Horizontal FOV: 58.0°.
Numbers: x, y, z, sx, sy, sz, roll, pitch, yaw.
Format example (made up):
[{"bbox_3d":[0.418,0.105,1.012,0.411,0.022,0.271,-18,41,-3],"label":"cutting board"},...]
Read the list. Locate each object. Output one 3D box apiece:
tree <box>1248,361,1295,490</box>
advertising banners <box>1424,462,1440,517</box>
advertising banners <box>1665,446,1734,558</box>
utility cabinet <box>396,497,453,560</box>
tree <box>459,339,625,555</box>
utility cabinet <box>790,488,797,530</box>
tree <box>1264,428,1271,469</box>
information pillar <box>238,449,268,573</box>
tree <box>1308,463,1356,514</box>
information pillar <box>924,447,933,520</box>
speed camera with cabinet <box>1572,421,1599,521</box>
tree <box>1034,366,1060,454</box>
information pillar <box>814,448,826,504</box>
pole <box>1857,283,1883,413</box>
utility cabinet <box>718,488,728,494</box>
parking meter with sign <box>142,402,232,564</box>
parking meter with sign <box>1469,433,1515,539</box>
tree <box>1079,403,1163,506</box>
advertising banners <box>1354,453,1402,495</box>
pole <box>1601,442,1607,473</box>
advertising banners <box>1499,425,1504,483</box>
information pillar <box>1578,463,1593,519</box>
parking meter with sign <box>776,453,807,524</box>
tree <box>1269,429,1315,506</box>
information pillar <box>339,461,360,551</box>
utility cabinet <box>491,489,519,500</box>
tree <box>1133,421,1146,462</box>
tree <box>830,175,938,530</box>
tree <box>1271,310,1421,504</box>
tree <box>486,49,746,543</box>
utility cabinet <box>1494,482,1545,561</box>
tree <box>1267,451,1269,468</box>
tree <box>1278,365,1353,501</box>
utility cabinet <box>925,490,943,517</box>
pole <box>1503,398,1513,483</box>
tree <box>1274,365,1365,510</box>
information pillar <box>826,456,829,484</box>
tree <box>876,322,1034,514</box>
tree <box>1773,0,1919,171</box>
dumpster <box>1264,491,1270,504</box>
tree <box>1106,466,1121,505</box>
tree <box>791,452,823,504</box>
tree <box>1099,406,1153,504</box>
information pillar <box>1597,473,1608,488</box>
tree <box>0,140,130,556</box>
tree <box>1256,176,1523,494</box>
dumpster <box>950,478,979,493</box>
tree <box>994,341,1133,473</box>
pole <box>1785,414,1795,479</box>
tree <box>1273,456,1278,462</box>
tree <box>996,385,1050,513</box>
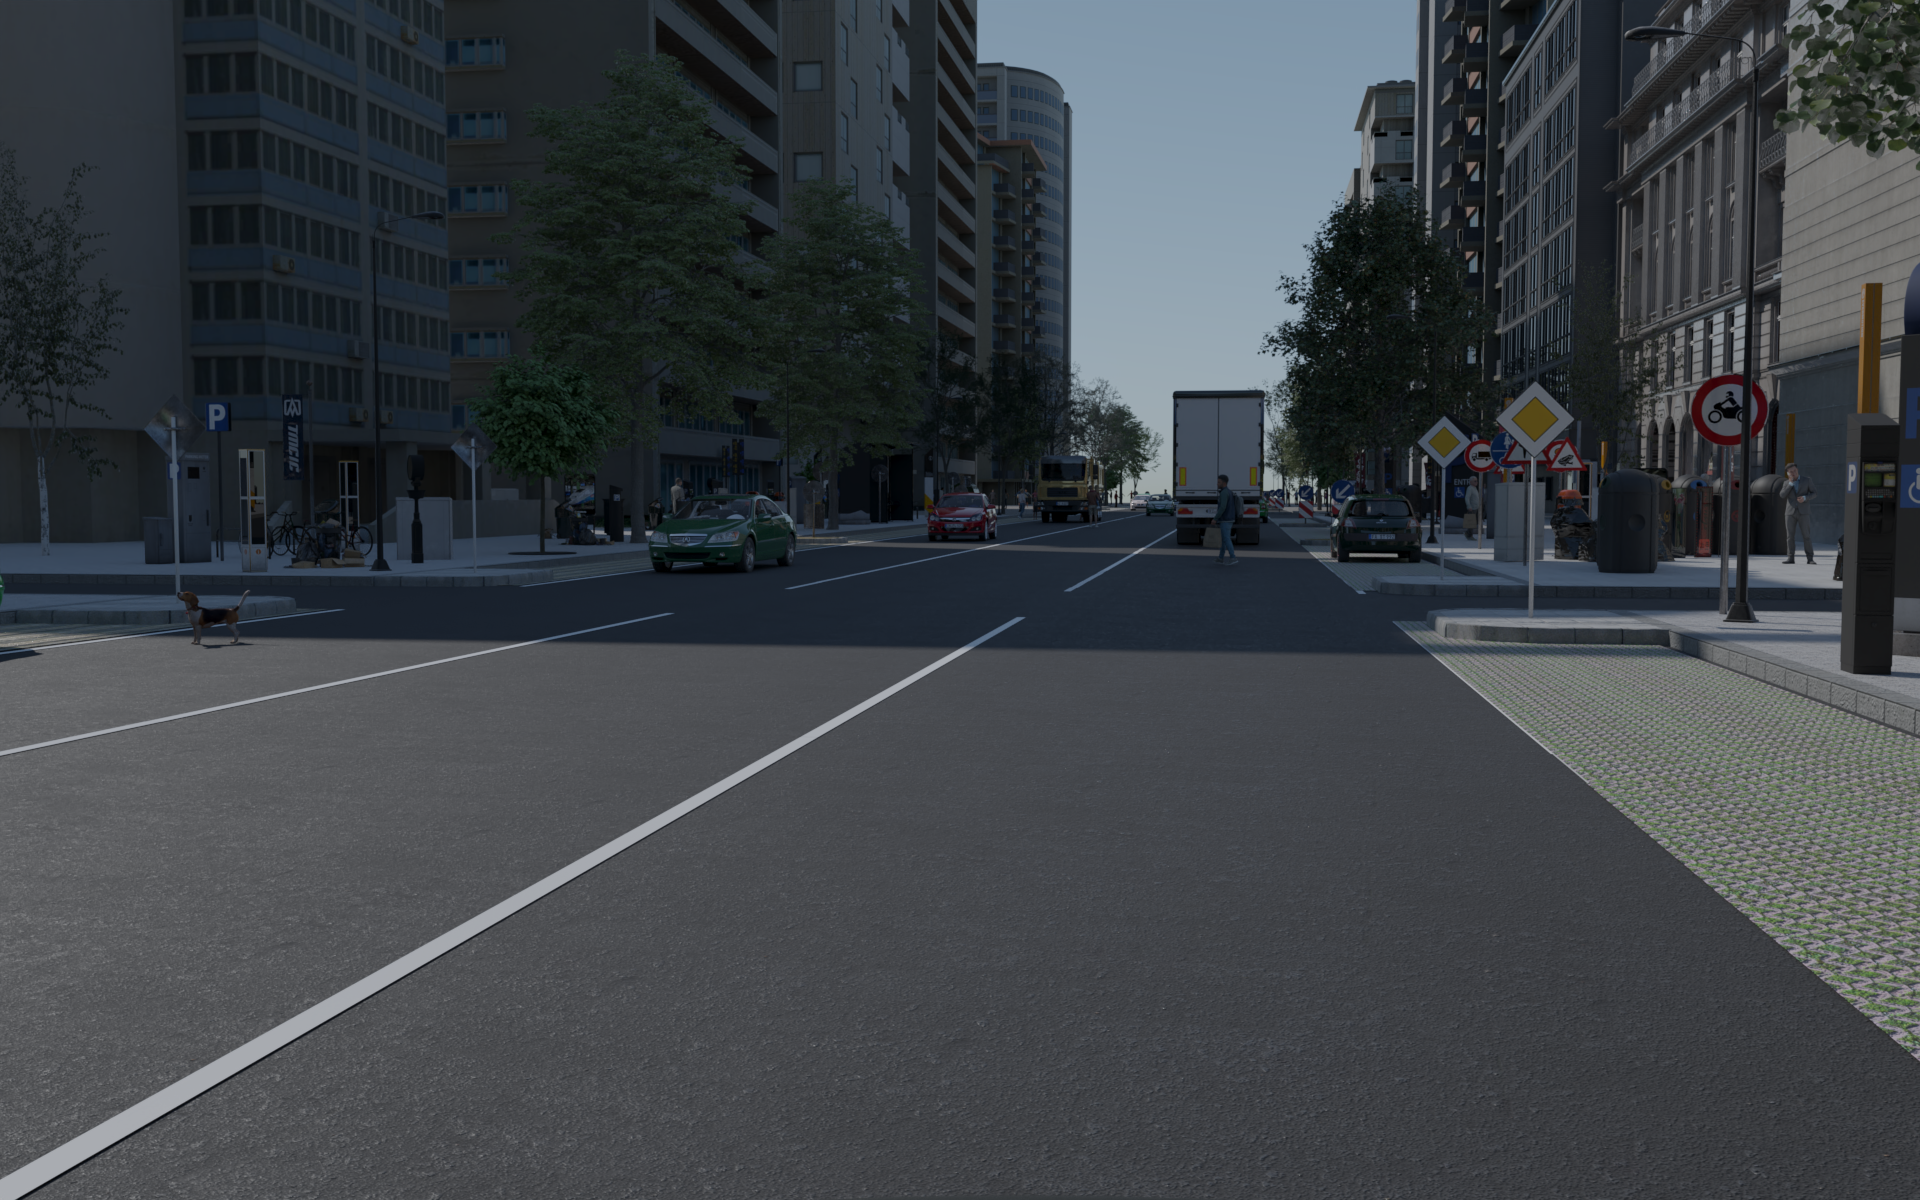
[{"bbox_3d":[45.997,-23.929,247.133,12.611,20.169,13.585,0,3,0],"label":"tree"},{"bbox_3d":[26.495,-6.049,95.083,2.074,3.025,0.090,1,4,20],"label":"advertising banners"},{"bbox_3d":[15.006,-2.371,34.950,2.074,3.025,0.090,-2,4,-28],"label":"advertising banners"},{"bbox_3d":[-10.461,-1.387,33.844,1.020,1.237,0.306,0,4,-6],"label":"utility cabinet"},{"bbox_3d":[-8.883,-3.250,36.858,4.285,4.588,4.351,0,3,0],"label":"tree"},{"bbox_3d":[-5.952,-3.223,61.381,0.318,1.500,1.173,0,4,-6],"label":"utility cabinet"},{"bbox_3d":[40.229,-17.075,213.588,8.767,10.594,7.601,3,5,39],"label":"tree"},{"bbox_3d":[-11.596,-1.463,28.416,0.304,2.012,0.304,3,5,42],"label":"information pillar"},{"bbox_3d":[24.408,-7.995,114.428,4.285,4.588,4.351,0,3,0],"label":"tree"},{"bbox_3d":[-1.547,-5.810,86.341,0.504,3.616,0.183,-2,4,-34],"label":"information pillar"},{"bbox_3d":[16.734,-3.167,46.111,0.660,3.252,2.038,1,4,13],"label":"speed camera with cabinet"},{"bbox_3d":[2.601,-10.754,110.234,8.767,10.594,7.601,1,4,23],"label":"tree"},{"bbox_3d":[-7.165,-5.879,87.475,0.504,3.616,0.183,-3,5,-42],"label":"information pillar"},{"bbox_3d":[8.826,-1.408,16.859,0.158,3.312,0.155,0,3,0],"label":"pole"},{"bbox_3d":[-8.497,-3.276,62.239,0.318,1.500,1.173,-1,4,-10],"label":"utility cabinet"},{"bbox_3d":[-14.422,-2.205,32.307,0.543,3.016,1.738,1,4,21],"label":"parking meter with sign"},{"bbox_3d":[15.418,-3.247,49.352,1.738,3.016,0.543,3,4,36],"label":"parking meter with sign"},{"bbox_3d":[16.003,-16.258,191.573,9.928,11.665,9.643,0,3,0],"label":"tree"},{"bbox_3d":[17.620,-4.705,73.114,2.074,3.025,0.090,2,4,28],"label":"advertising banners"},{"bbox_3d":[25.073,-4.502,67.459,0.158,3.312,0.155,0,3,0],"label":"pole"},{"bbox_3d":[12.985,-2.723,40.715,0.090,3.025,2.074,0,3,0],"label":"advertising banners"},{"bbox_3d":[14.697,-2.218,40.760,0.304,2.012,0.304,2,4,25],"label":"information pillar"},{"bbox_3d":[-6.918,-4.748,73.892,1.738,3.016,0.543,-2,4,-28],"label":"parking meter with sign"},{"bbox_3d":[33.189,-13.302,167.856,4.360,8.622,3.978,0,3,0],"label":"tree"},{"bbox_3d":[-13.548,-2.076,38.438,0.304,2.012,0.304,3,5,42],"label":"information pillar"},{"bbox_3d":[-18.397,-3.741,69.841,1.173,1.500,0.318,-3,5,-39],"label":"utility cabinet"},{"bbox_3d":[14.111,-16.442,179.189,12.009,13.543,11.850,0,3,0],"label":"tree"},{"bbox_3d":[-4.363,-8.821,62.343,7.486,12.596,7.792,0,3,0],"label":"tree"},{"bbox_3d":[18.968,-8.990,81.397,7.601,10.594,8.767,1,4,14],"label":"tree"},{"bbox_3d":[-8.177,-7.731,44.530,7.486,12.596,7.792,0,3,0],"label":"tree"},{"bbox_3d":[10.634,-1.484,32.939,1.173,1.500,0.318,-3,4,-37],"label":"utility cabinet"},{"bbox_3d":[36.291,-14.839,192.978,4.360,8.622,3.978,0,3,0],"label":"tree"},{"bbox_3d":[20.862,-8.875,95.474,4.737,8.622,4.395,0,3,0],"label":"tree"},{"bbox_3d":[-1.426,-5.290,95.172,0.318,1.500,1.173,3,5,42],"label":"utility cabinet"},{"bbox_3d":[11.653,-2.631,36.861,0.158,3.312,0.155,0,3,0],"label":"pole"},{"bbox_3d":[28.624,-13.323,135.961,7.486,12.596,7.792,0,3,0],"label":"tree"},{"bbox_3d":[-7.912,-6.799,102.526,0.183,3.616,0.504,-2,4,-32],"label":"information pillar"},{"bbox_3d":[-0.600,-9.702,93.033,8.767,10.594,7.601,0,4,3],"label":"tree"},{"bbox_3d":[6.205,-6.083,6.109,9.857,13.997,8.962,0,3,0],"label":"tree"},{"bbox_3d":[38.738,-13.019,221.075,1.865,1.857,1.264,1,4,9],"label":"dumpster"},{"bbox_3d":[16.929,-13.224,199.928,4.285,4.588,4.351,0,3,0],"label":"tree"},{"bbox_3d":[-7.041,-5.258,80.565,1.663,3.219,1.824,0,3,0],"label":"tree"},{"bbox_3d":[20.758,-18.545,221.334,7.486,12.596,7.792,0,3,0],"label":"tree"},{"bbox_3d":[22.128,-3.378,59.720,0.304,2.012,0.304,3,5,39],"label":"information pillar"},{"bbox_3d":[-19.040,-5.218,35.675,4.360,8.622,3.978,0,3,0],"label":"tree"},{"bbox_3d":[15.356,-8.934,63.078,9.611,12.733,9.660,0,3,0],"label":"tree"},{"bbox_3d":[0.254,-6.059,101.555,1.502,2.255,1.985,1,4,9],"label":"dumpster"},{"bbox_3d":[7.195,-14.025,139.678,12.009,13.543,11.850,0,3,0],"label":"tree"},{"bbox_3d":[21.066,-3.068,44.010,0.158,3.312,0.155,0,3,0],"label":"pole"},{"bbox_3d":[30.691,-12.471,154.260,4.737,8.622,4.395,0,3,0],"label":"tree"},{"bbox_3d":[4.261,-10.165,116.564,4.737,8.622,4.395,0,3,0],"label":"tree"}]
